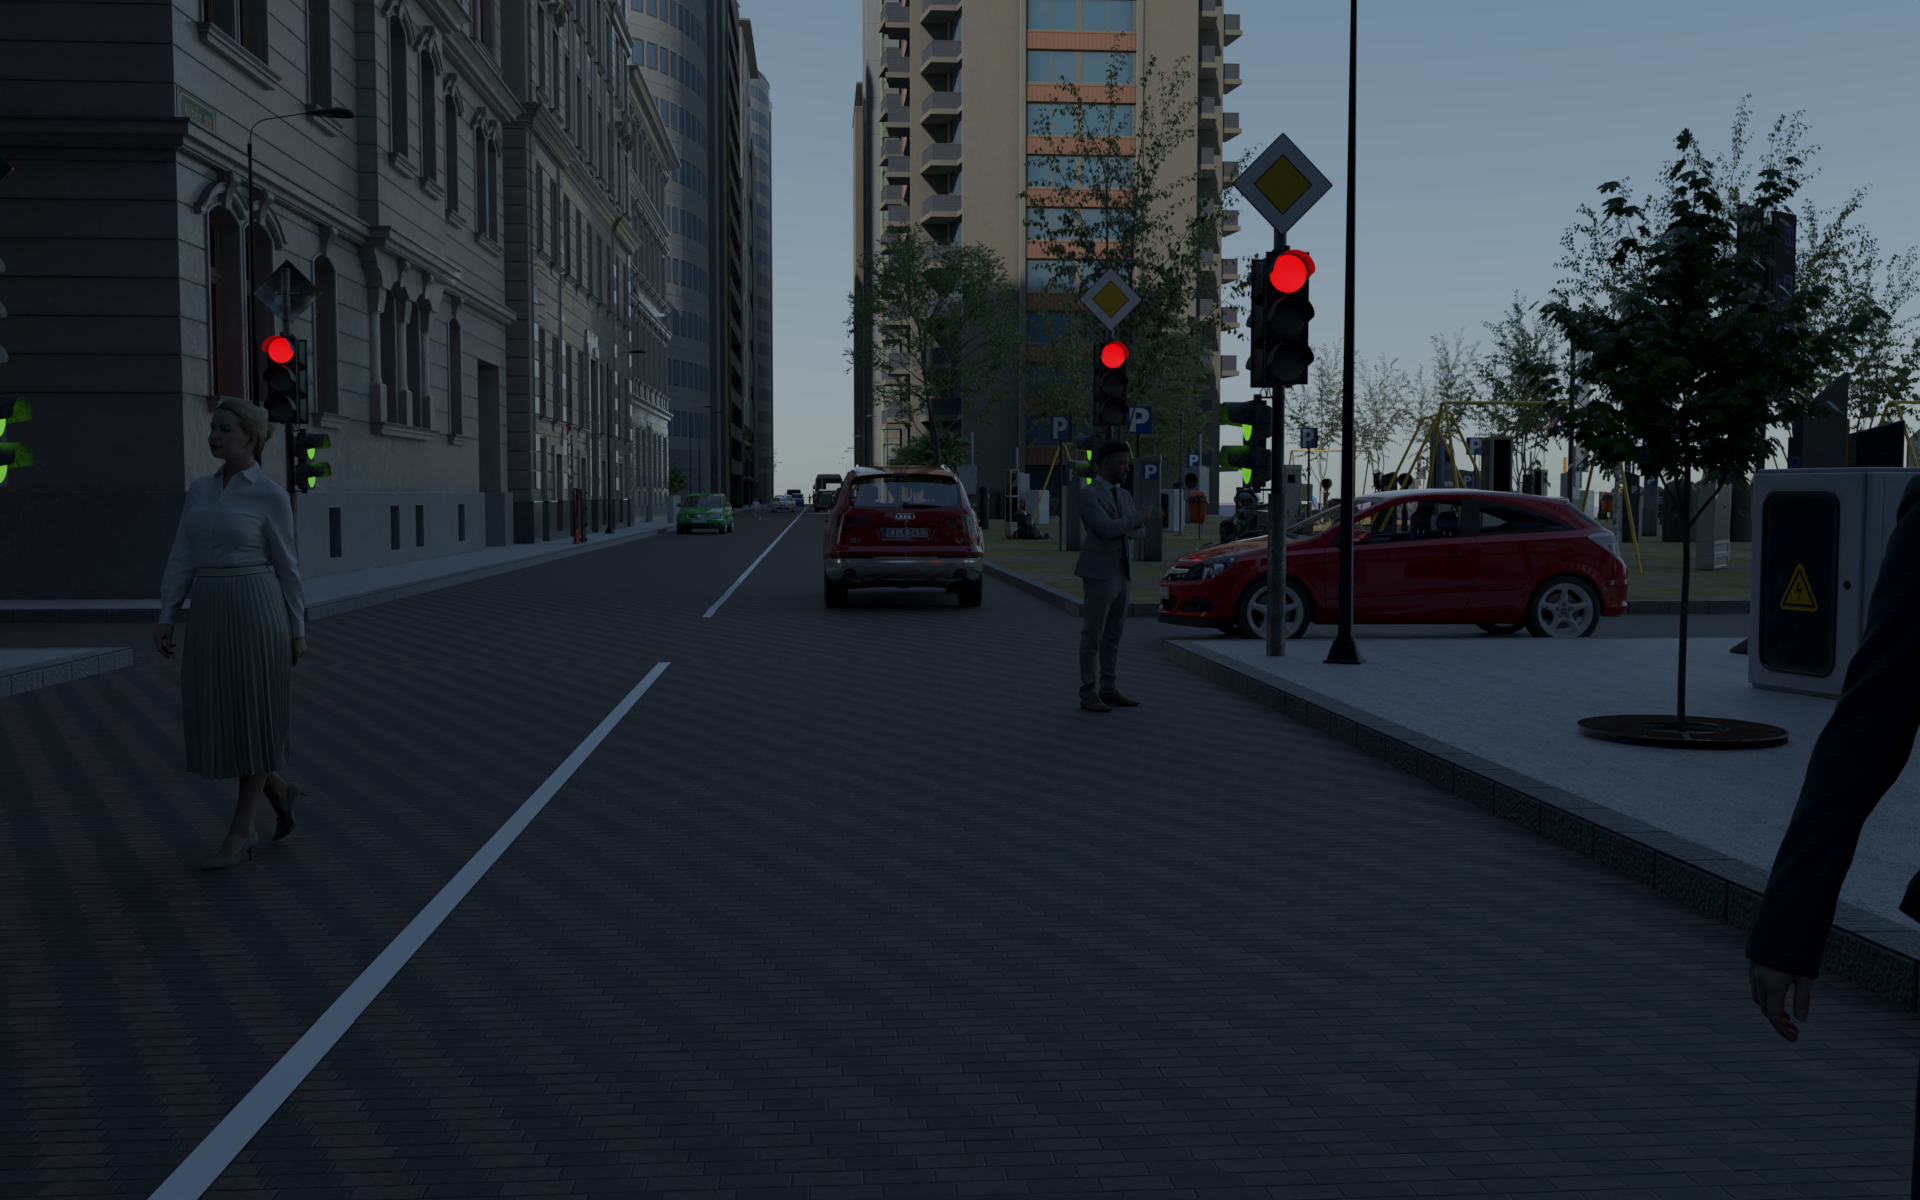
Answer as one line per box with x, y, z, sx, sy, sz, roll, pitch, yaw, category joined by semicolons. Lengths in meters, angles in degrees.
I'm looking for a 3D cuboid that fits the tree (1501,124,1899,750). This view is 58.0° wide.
3.842;-0.894;9.223;1.663;3.219;1.824;0;3;0;tree

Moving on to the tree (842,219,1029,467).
-0.968;-8.607;66.473;9.928;11.665;9.643;0;3;0;tree

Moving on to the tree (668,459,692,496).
-15.549;-6.141;95.007;1.663;3.219;1.824;0;3;0;tree

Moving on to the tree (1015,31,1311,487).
2.793;-4.794;28.739;4.360;8.622;3.978;0;3;0;tree

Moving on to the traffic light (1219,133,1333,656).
2.490;-1.513;13.652;0.839;4.253;0.868;0;4;-5;traffic light

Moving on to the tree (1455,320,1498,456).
20.833;-6.881;62.865;4.737;8.622;4.395;0;3;0;tree

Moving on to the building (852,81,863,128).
1.132;-38.475;218.307;28.713;52.752;27.495;0;4;-5;building

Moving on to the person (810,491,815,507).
-16.327;-11.278;192.981;0.705;1.814;1.350;1;4;20;person

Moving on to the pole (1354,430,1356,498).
12.576;-3.772;55.523;0.158;3.312;0.155;0;3;0;pole

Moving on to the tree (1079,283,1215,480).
10.160;-10.731;93.581;7.486;12.596;7.792;0;3;0;tree

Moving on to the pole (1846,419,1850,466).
23.934;-3.242;46.846;0.158;3.312;0.155;0;3;0;pole

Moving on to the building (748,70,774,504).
-36.164;-42.288;233.411;21.231;58.520;28.212;0;4;-5;building

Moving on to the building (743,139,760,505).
-32.063;-34.419;212.867;14.600;45.320;14.200;0;4;-5;building

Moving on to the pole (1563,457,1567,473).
33.440;-6.235;95.778;0.158;3.312;0.155;0;3;0;pole

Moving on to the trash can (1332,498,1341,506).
12.917;-2.863;58.467;0.748;1.137;0.748;0;3;0;trash can

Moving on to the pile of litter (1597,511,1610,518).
34.324;-4.749;91.616;1.719;0.858;1.176;-3;5;-43;pile of litter

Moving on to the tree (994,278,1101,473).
3.516;-6.587;58.056;4.737;8.622;4.395;0;3;0;tree

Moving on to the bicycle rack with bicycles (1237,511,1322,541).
6.146;-1.046;30.491;2.925;0.926;2.852;0;4;2;bicycle rack with bicycles

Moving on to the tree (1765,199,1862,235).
20.564;-5.637;42.524;4.737;8.622;4.395;0;3;0;tree

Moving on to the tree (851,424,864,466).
-9.335;-14.059;180.231;4.360;8.622;3.978;0;3;0;tree

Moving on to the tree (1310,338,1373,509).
17.041;-8.043;81.861;4.360;8.622;3.978;0;3;0;tree

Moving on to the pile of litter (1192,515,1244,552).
5.269;-1.313;35.440;1.176;0.858;1.719;2;4;35;pile of litter

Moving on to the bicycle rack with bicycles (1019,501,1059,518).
3.933;-4.910;93.662;2.852;0.926;2.925;-2;4;-27;bicycle rack with bicycles

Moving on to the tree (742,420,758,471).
-22.069;-13.481;170.775;4.360;8.622;3.978;0;3;0;tree

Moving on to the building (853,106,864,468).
-5.060;-33.434;196.763;14.600;45.320;14.200;0;4;-5;building

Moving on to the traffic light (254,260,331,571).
-8.033;-1.950;20.796;0.839;4.253;0.868;0;4;-5;traffic light

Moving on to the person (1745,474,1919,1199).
1.291;0.420;2.060;0.576;1.772;0.534;-1;4;-16;person

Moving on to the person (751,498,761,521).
-10.999;-4.884;93.368;0.505;1.210;0.382;-1;4;-22;person

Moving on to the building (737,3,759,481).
-36.854;-36.806;191.023;28.713;52.752;27.495;0;4;-5;building

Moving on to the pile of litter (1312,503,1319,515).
20.489;-5.152;98.206;1.719;0.858;1.176;3;4;39;pile of litter

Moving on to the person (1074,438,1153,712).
1.035;-0.173;11.513;0.466;1.800;0.511;2;4;27;person

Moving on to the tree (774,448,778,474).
-28.508;-18.640;255.121;4.360;8.622;3.978;0;3;0;tree

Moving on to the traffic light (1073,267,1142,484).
1.844;-1.999;21.611;0.839;4.253;0.868;0;4;-5;traffic light

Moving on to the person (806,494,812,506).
-17.824;-11.824;205.088;1.065;1.426;0.557;3;5;44;person

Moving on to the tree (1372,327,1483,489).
21.266;-7.732;76.780;4.360;8.622;3.978;0;3;0;tree

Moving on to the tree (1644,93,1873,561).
14.876;-5.050;32.931;4.360;8.622;3.978;0;3;0;tree

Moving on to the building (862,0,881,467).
1.652;-37.676;157.995;21.231;58.520;28.212;0;4;-5;building

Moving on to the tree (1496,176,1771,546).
15.901;-5.555;41.188;4.737;8.622;4.395;0;3;0;tree

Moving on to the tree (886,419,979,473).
-0.897;-5.595;75.191;4.285;4.588;4.351;0;3;0;tree

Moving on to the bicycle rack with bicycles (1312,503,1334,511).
15.842;-3.644;72.956;2.925;0.926;2.852;-2;4;-33;bicycle rack with bicycles

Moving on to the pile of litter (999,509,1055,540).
1.914;-2.154;49.184;1.176;0.858;1.719;-3;5;-39;pile of litter

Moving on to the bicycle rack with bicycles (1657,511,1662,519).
27.868;-3.242;66.390;2.852;0.926;2.925;0;4;-8;bicycle rack with bicycles

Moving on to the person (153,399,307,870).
-2.820;0.115;6.846;0.478;1.798;0.641;1;4;20;person

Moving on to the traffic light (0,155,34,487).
-7.387;-1.463;12.837;0.839;4.253;0.868;0;4;-5;traffic light
